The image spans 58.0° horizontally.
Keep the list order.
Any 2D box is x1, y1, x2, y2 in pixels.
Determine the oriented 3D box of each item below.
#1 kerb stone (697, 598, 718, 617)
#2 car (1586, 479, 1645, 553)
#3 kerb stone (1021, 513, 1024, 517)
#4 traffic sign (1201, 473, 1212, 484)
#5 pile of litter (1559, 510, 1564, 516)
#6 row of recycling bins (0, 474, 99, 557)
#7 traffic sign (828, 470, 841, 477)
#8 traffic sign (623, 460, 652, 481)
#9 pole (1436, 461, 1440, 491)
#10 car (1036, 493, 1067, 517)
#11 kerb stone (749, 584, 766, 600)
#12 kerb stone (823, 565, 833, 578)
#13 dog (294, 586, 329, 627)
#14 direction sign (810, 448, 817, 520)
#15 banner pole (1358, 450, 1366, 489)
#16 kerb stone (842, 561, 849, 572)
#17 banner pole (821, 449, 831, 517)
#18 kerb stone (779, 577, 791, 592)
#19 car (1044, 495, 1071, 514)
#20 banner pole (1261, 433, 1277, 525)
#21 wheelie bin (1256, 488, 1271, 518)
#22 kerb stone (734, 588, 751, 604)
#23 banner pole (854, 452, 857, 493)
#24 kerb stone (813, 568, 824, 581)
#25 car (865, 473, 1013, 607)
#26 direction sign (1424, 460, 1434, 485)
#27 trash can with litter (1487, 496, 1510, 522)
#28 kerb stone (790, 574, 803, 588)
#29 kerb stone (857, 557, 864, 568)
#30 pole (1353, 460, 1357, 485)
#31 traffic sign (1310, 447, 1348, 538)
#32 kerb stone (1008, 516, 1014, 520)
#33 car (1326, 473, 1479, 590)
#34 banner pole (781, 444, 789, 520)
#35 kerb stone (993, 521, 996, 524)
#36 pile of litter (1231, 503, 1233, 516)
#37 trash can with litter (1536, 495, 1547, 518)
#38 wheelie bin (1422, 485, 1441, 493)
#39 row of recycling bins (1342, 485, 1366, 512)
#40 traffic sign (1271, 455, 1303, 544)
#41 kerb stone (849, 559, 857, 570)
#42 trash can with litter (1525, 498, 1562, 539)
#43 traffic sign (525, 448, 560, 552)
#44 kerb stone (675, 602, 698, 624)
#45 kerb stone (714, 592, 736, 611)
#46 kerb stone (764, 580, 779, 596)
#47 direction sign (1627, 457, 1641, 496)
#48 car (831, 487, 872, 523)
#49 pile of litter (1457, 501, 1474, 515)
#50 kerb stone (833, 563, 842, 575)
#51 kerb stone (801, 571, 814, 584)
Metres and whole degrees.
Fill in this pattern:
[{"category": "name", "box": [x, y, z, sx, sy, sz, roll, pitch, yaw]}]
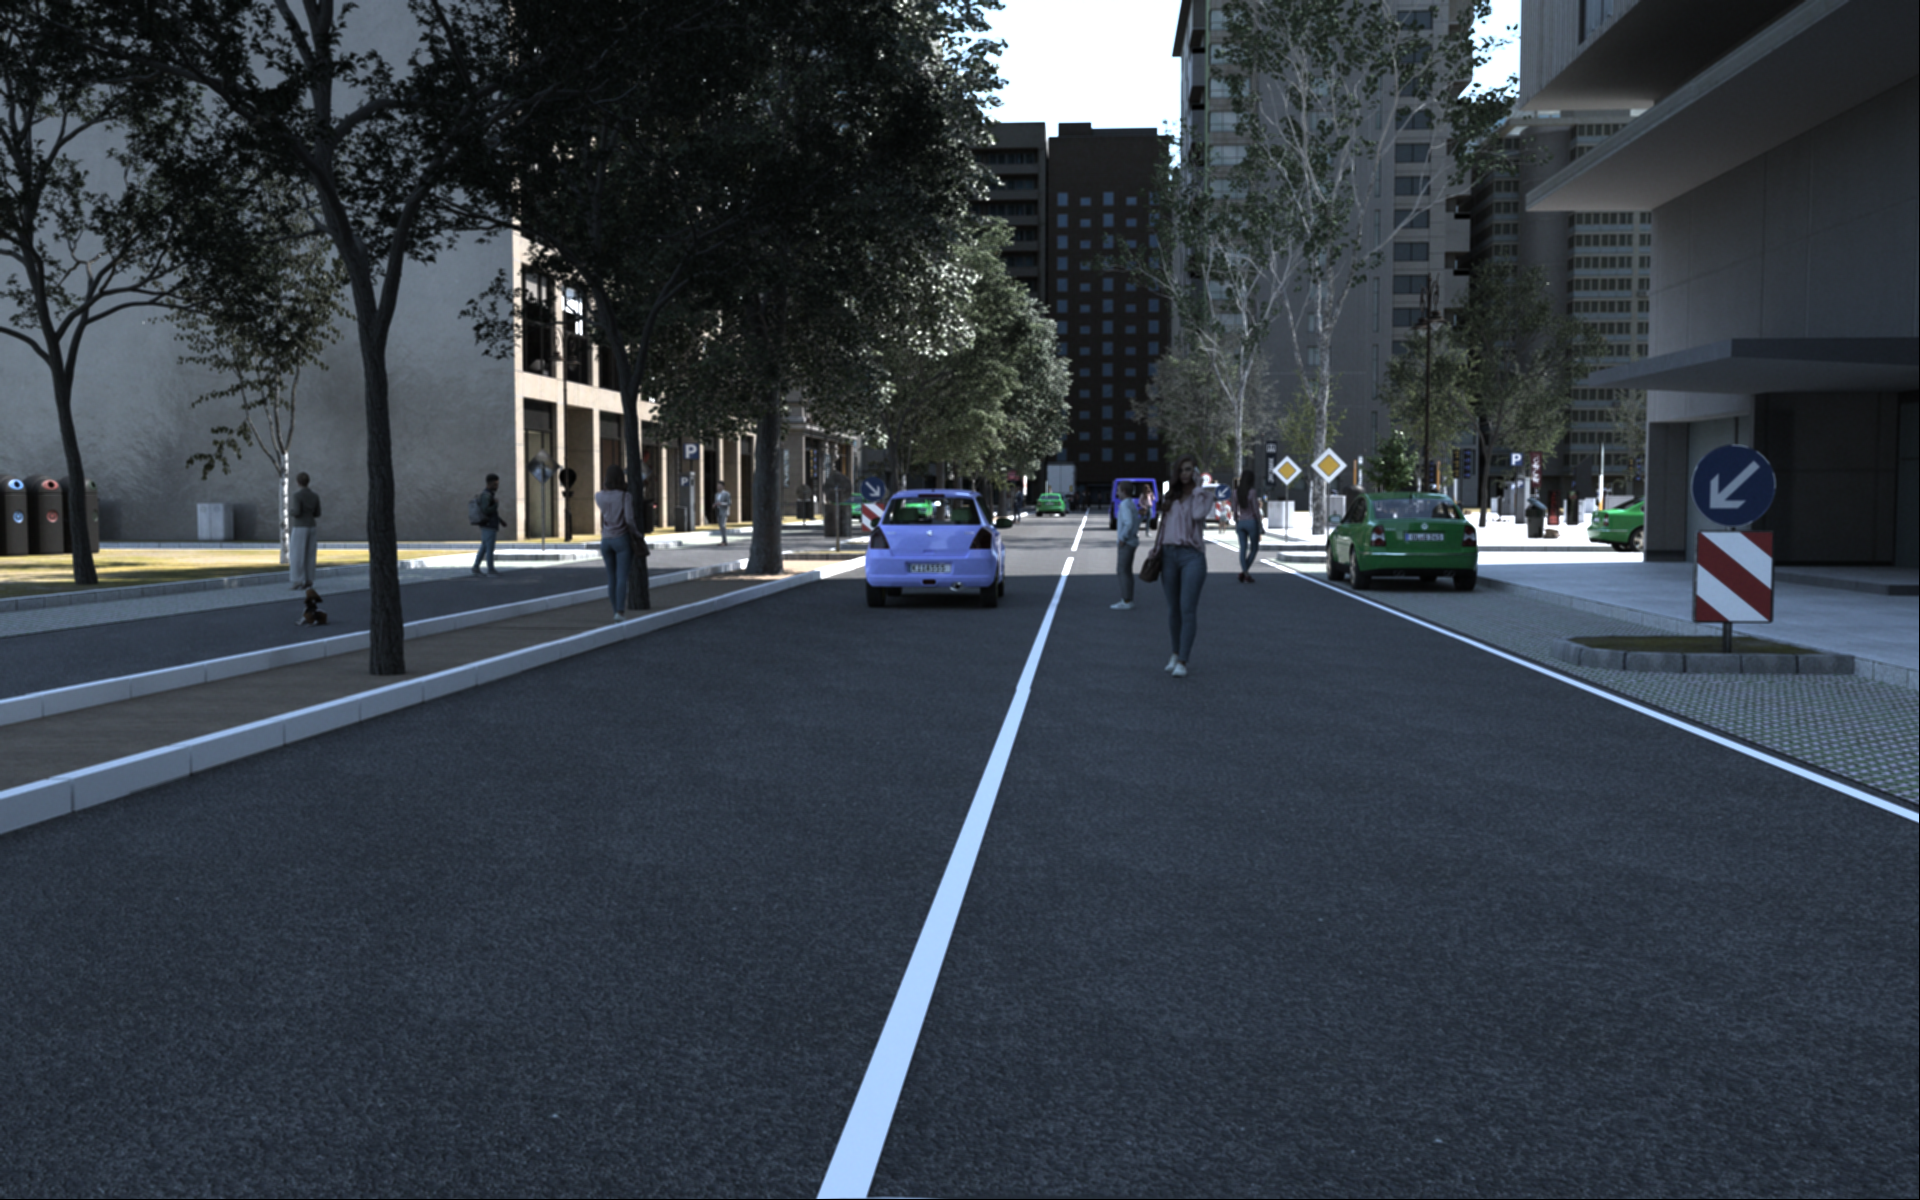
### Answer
[{"category": "kerb stone", "box": [-3.079, 0.106, 20.576, 0.120, 0.150, 1.000, 0, 4, 4]}, {"category": "car", "box": [17.415, -1.977, 41.126, 4.718, 1.807, 1.959, 0, 4, 6]}, {"category": "kerb stone", "box": [3.831, -5.374, 110.086, 0.120, 0.150, 1.000, 0, 4, 4]}, {"category": "traffic sign", "box": [14.733, -6.353, 103.977, 0.768, 2.556, 0.104, 1, 4, 8]}, {"category": "pile of litter", "box": [35.668, -5.391, 102.113, 1.719, 0.858, 1.176, 0, 4, 7]}, {"category": "row of recycling bins", "box": [-19.623, -1.782, 36.241, 1.069, 1.692, 3.534, 1, 4, 18]}, {"category": "traffic sign", "box": [-6.691, -5.680, 92.967, 0.768, 2.556, 0.104, 0, 4, 5]}, {"category": "traffic sign", "box": [-8.587, -2.601, 46.172, 0.795, 2.450, 0.064, 0, 4, 4]}, {"category": "pole", "box": [29.712, -6.960, 107.635, 0.158, 3.312, 0.155, 0, 3, 0]}, {"category": "car", "box": [5.859, -6.271, 111.326, 1.959, 1.807, 4.718, 0, 4, 5]}, {"category": "kerb stone", "box": [-2.844, -0.088, 23.642, 0.120, 0.150, 1.000, 0, 4, 4]}, {"category": "kerb stone", "box": [-2.365, -0.464, 29.781, 0.120, 0.150, 1.000, 0, 4, 4]}, {"category": "dog", "box": [-7.202, 0.068, 19.079, 0.550, 0.427, 0.748, 1, 4, 10]}, {"category": "direction sign", "box": [-7.186, -5.670, 84.698, 0.379, 3.537, 0.876, 1, 4, 15]}, {"category": "banner pole", "box": [22.716, -6.597, 97.883, 0.863, 3.779, 0.401, -3, 5, -42]}, {"category": "kerb stone", "box": [-2.209, -0.581, 31.821, 0.120, 0.150, 1.000, 0, 4, 4]}, {"category": "banner pole", "box": [-7.440, -6.478, 95.930, 0.863, 3.779, 0.401, 3, 5, 40]}, {"category": "kerb stone", "box": [-2.687, -0.208, 25.689, 0.120, 0.150, 1.000, 0, 4, 4]}, {"category": "car", "box": [7.067, -6.988, 126.249, 2.014, 1.417, 4.499, 0, 4, 5]}, {"category": "banner pole", "box": [12.664, -4.976, 71.371, 0.863, 3.779, 0.401, -1, 4, -10]}, {"category": "wheelie bin", "box": [16.017, -5.128, 91.758, 0.693, 1.594, 0.980, -2, 4, -33]}, {"category": "kerb stone", "box": [-2.923, -0.026, 22.623, 0.120, 0.150, 1.000, 0, 4, 4]}, {"category": "banner pole", "box": [-6.234, -6.969, 103.953, 0.401, 3.779, 0.863, -1, 4, -12]}, {"category": "kerb stone", "box": [-2.440, -0.401, 28.758, 0.120, 0.150, 1.000, 0, 4, 4]}, {"category": "car", "box": [-0.275, -0.835, 23.239, 1.945, 1.707, 3.694, 0, 4, 3]}, {"category": "direction sign", "box": [31.570, -7.629, 116.723, 0.379, 3.537, 0.876, -2, 4, -29]}, {"category": "trash can with litter", "box": [24.782, -4.207, 79.841, 1.678, 1.210, 2.233, 1, 4, 19]}, {"category": "kerb stone", "box": [-2.606, -0.274, 26.718, 0.120, 0.150, 1.000, 0, 4, 4]}, {"category": "kerb stone", "box": [-2.051, -0.706, 33.870, 0.120, 0.150, 1.000, 0, 4, 4]}, {"category": "pole", "box": [23.577, -6.703, 103.437, 0.158, 3.312, 0.155, 0, 3, 0]}, {"category": "traffic sign", "box": [7.839, -2.033, 36.879, 0.795, 2.450, 0.064, 0, 4, 4]}, {"category": "kerb stone", "box": [2.968, -4.682, 98.852, 0.120, 0.150, 1.000, 0, 4, 4]}, {"category": "car", "box": [6.834, -1.117, 27.060, 1.959, 1.807, 4.718, 0, 4, 4]}, {"category": "banner pole", "box": [-8.655, -5.841, 85.521, 0.401, 3.779, 0.863, -3, 4, -37]}, {"category": "kerb stone", "box": [1.780, -3.744, 83.503, 0.120, 0.150, 1.000, 0, 4, 4]}, {"category": "pile of litter", "box": [16.252, -5.453, 103.127, 1.719, 0.858, 1.176, -3, 5, -41]}, {"category": "trash can with litter", "box": [31.978, -5.135, 95.006, 2.233, 1.210, 1.678, 1, 4, 16]}, {"category": "wheelie bin", "box": [16.520, -3.247, 60.992, 0.693, 1.594, 0.980, 0, 4, -4]}, {"category": "row of recycling bins", "box": [17.610, -4.319, 77.727, 1.069, 1.692, 3.534, 1, 4, 9]}, {"category": "traffic sign", "box": [8.455, -2.520, 44.840, 0.795, 2.450, 0.064, 0, 4, 4]}, {"category": "kerb stone", "box": [-2.128, -0.651, 32.845, 0.120, 0.150, 1.000, 0, 4, 4]}, {"category": "trash can with litter", "box": [16.834, -2.357, 49.916, 0.624, 1.170, 1.055, -3, 5, -41]}, {"category": "traffic sign", "box": [-9.203, -2.114, 38.211, 0.795, 2.450, 0.064, 0, 4, 4]}, {"category": "kerb stone", "box": [-3.156, 0.161, 19.557, 0.120, 0.150, 1.000, 0, 4, 4]}, {"category": "kerb stone", "box": [-2.991, 0.039, 21.604, 0.120, 0.150, 1.000, 0, 4, 4]}, {"category": "kerb stone", "box": [-2.762, -0.150, 24.670, 0.120, 0.150, 1.000, 0, 4, 4]}, {"category": "direction sign", "box": [41.399, -6.998, 106.420, 0.876, 3.537, 0.379, -1, 4, -13]}, {"category": "car", "box": [-5.393, -4.759, 86.613, 1.959, 1.807, 4.718, 0, 4, 6]}, {"category": "pile of litter", "box": [30.708, -5.601, 105.541, 1.719, 0.858, 1.176, -2, 4, -31]}, {"category": "kerb stone", "box": [-2.285, -0.526, 30.801, 0.120, 0.150, 1.000, 0, 4, 4]}, {"category": "kerb stone", "box": [-2.524, -0.339, 27.739, 0.120, 0.150, 1.000, 0, 4, 4]}]
